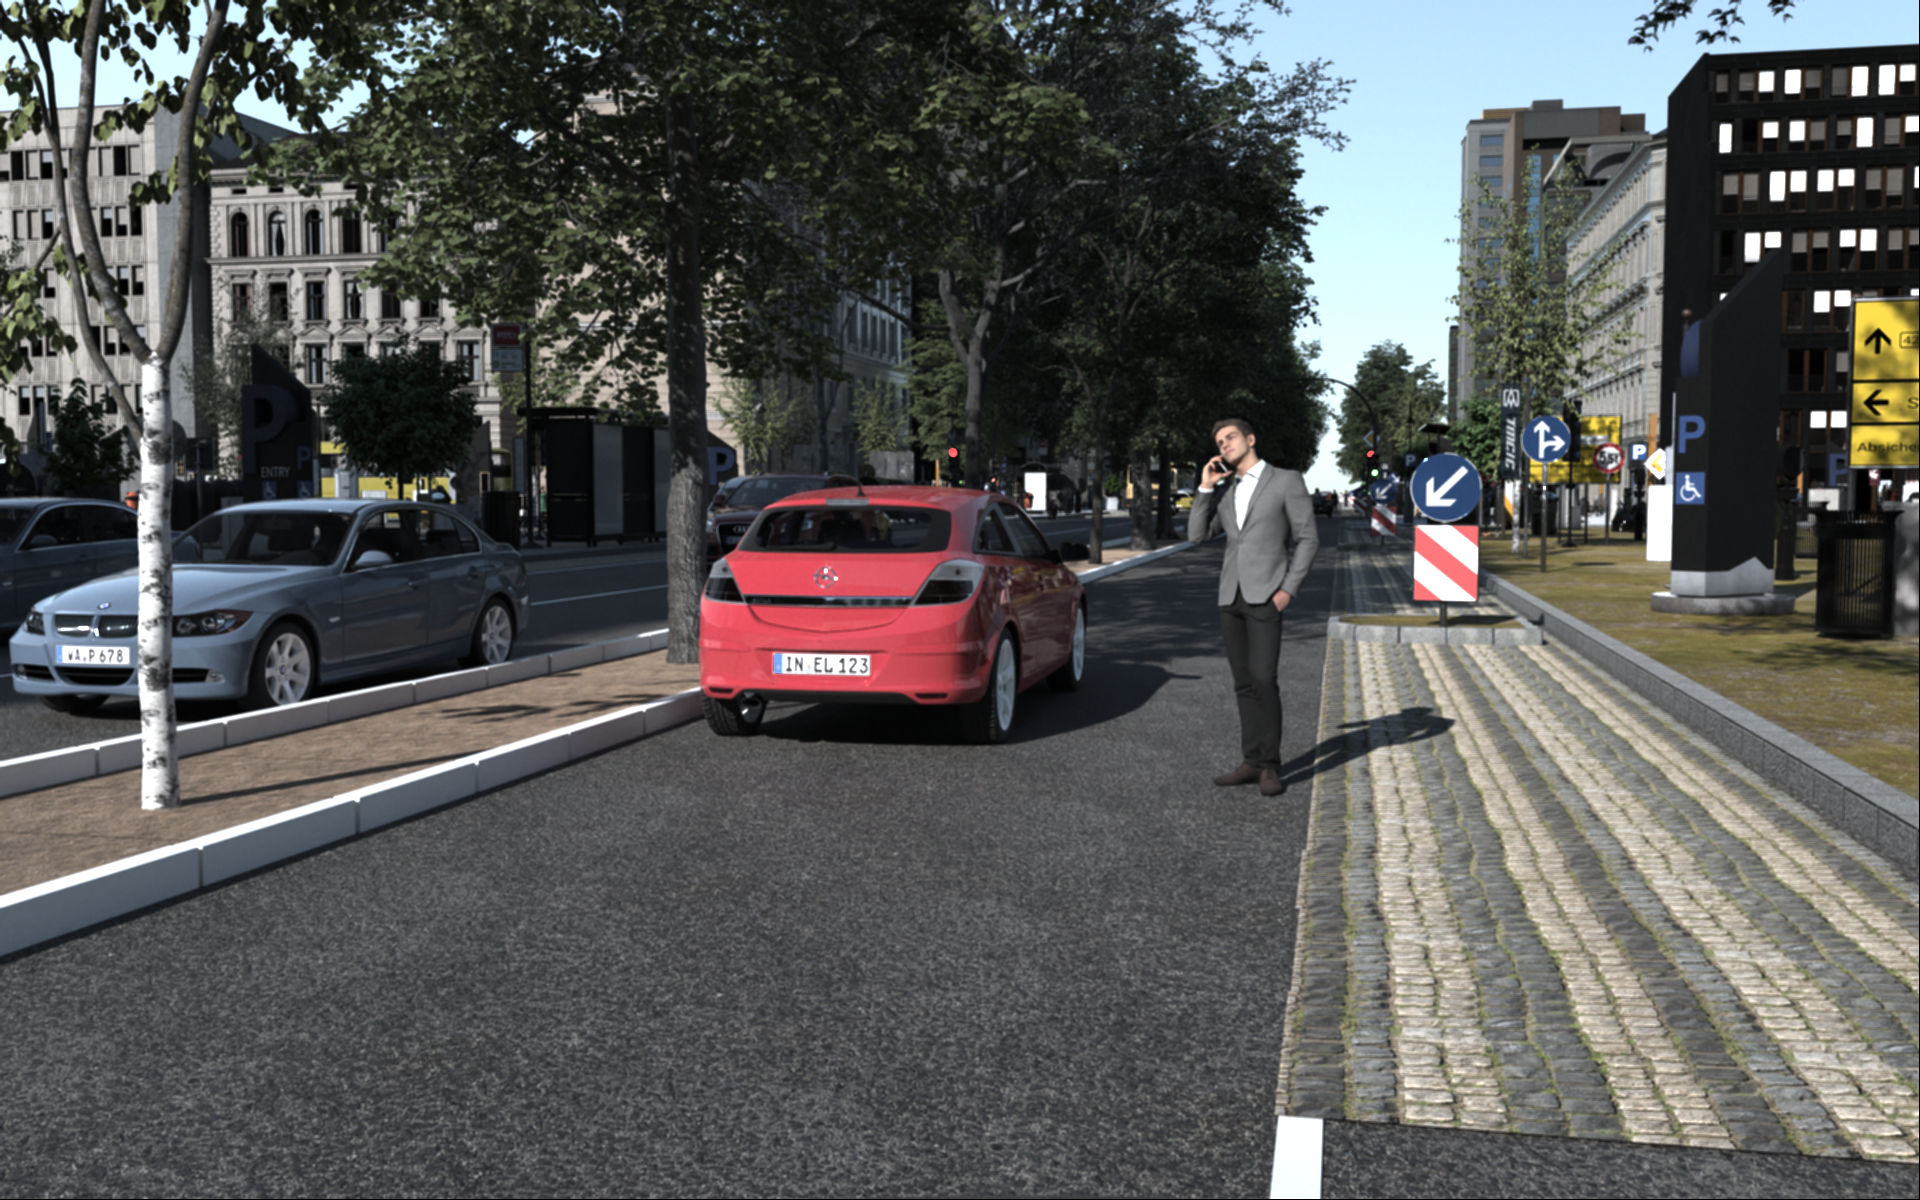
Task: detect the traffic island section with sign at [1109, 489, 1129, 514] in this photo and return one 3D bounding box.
[{"bbox_3d":[12.036,-7.228,126.808,1.989,1.847,2.006,1,4,12],"label":"traffic island section with sign"}]

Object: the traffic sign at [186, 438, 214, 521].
[{"bbox_3d":[-13.820,-1.796,31.500,0.606,2.300,0.079,1,4,18],"label":"traffic sign"}]

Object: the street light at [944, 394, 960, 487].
[{"bbox_3d":[-0.338,-6.548,79.840,0.468,5.910,1.993,1,4,12],"label":"street light"}]

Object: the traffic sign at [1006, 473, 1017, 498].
[{"bbox_3d":[3.013,-6.342,103.802,0.768,2.556,0.104,1,4,15],"label":"traffic sign"}]

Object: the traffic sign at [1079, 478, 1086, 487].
[{"bbox_3d":[9.639,-8.446,138.196,0.768,2.556,0.104,1,4,17],"label":"traffic sign"}]

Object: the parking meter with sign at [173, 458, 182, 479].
[{"bbox_3d":[-28.437,-4.019,61.964,1.738,3.016,0.543,3,5,43],"label":"parking meter with sign"}]

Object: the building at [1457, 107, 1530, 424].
[{"bbox_3d":[88.614,-44.516,269.842,21.231,58.520,28.212,1,4,12],"label":"building"}]

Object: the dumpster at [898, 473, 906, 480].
[{"bbox_3d":[-3.135,-4.774,80.546,1.502,2.255,1.985,1,4,13],"label":"dumpster"}]

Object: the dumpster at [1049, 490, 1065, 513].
[{"bbox_3d":[6.906,-7.020,120.539,1.264,1.857,1.865,1,4,12],"label":"dumpster"}]

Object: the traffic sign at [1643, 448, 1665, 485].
[{"bbox_3d":[17.503,-2.580,43.375,0.795,2.450,0.064,1,4,18],"label":"traffic sign"}]

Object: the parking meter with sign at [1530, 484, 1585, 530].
[{"bbox_3d":[21.218,-4.000,61.654,1.738,3.016,0.543,1,4,19],"label":"parking meter with sign"}]

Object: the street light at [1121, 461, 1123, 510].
[{"bbox_3d":[13.327,-10.346,141.946,0.468,5.910,1.993,1,4,12],"label":"street light"}]

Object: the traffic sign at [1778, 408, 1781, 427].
[{"bbox_3d":[9.103,-1.227,20.168,0.768,2.556,0.104,1,4,22],"label":"traffic sign"}]

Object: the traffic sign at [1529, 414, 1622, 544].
[{"bbox_3d":[15.775,-3.096,44.498,2.265,3.308,0.079,1,4,14],"label":"traffic sign"}]

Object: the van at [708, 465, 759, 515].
[{"bbox_3d":[-4.182,-1.748,35.588,2.013,2.044,4.112,1,4,13],"label":"van"}]

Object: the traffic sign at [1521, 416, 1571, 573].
[{"bbox_3d":[9.528,-1.720,28.222,0.768,2.556,0.104,1,4,17],"label":"traffic sign"}]

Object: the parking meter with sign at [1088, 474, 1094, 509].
[{"bbox_3d":[11.287,-9.348,149.094,0.543,3.016,1.738,0,4,-6],"label":"parking meter with sign"}]

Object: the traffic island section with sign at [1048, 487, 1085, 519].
[{"bbox_3d":[6.210,-5.618,100.488,1.989,1.847,2.006,1,4,12],"label":"traffic island section with sign"}]

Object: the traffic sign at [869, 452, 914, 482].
[{"bbox_3d":[-3.296,-5.459,83.135,2.265,3.308,0.079,1,4,16],"label":"traffic sign"}]

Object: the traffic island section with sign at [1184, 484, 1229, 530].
[{"bbox_3d":[10.057,-3.745,69.361,2.006,1.907,1.989,1,4,12],"label":"traffic island section with sign"}]

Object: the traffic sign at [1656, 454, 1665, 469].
[{"bbox_3d":[16.776,-2.419,40.730,0.795,2.450,0.064,1,4,19],"label":"traffic sign"}]

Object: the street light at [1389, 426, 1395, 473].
[{"bbox_3d":[29.088,-8.797,116.617,0.468,5.910,1.993,1,4,12],"label":"street light"}]

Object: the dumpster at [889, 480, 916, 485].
[{"bbox_3d":[-2.468,-4.044,71.874,1.264,1.857,1.865,1,4,12],"label":"dumpster"}]

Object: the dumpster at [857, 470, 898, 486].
[{"bbox_3d":[-3.600,-4.134,70.089,1.502,2.255,1.985,1,4,12],"label":"dumpster"}]

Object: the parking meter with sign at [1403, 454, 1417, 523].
[{"bbox_3d":[19.839,-4.906,76.468,0.543,3.016,1.738,1,4,13],"label":"parking meter with sign"}]

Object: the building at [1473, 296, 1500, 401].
[{"bbox_3d":[81.287,-29.281,250.438,14.160,30.474,14.107,1,4,12],"label":"building"}]

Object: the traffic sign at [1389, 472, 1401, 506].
[{"bbox_3d":[24.551,-5.965,97.631,0.768,2.556,0.104,1,4,15],"label":"traffic sign"}]

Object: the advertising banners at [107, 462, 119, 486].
[{"bbox_3d":[-26.690,-3.499,53.404,0.090,3.025,2.074,1,4,22],"label":"advertising banners"}]

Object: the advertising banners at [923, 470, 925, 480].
[{"bbox_3d":[-2.977,-7.888,125.149,0.090,3.025,2.074,1,4,23],"label":"advertising banners"}]

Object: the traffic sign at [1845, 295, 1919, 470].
[{"bbox_3d":[10.285,-1.456,17.682,2.265,3.308,0.079,1,4,17],"label":"traffic sign"}]

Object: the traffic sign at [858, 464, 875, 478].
[{"bbox_3d":[-3.933,-4.457,72.981,0.768,2.556,0.104,1,4,18],"label":"traffic sign"}]

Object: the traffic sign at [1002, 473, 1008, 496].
[{"bbox_3d":[2.877,-6.425,105.160,0.768,2.556,0.104,1,4,21],"label":"traffic sign"}]

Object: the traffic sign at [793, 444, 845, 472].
[{"bbox_3d":[-5.771,-4.710,70.882,2.265,3.308,0.079,1,4,17],"label":"traffic sign"}]

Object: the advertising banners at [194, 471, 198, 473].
[{"bbox_3d":[-35.512,-5.078,79.208,0.090,3.025,2.074,2,4,33],"label":"advertising banners"}]

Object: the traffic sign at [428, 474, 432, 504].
[{"bbox_3d":[-12.080,-2.408,39.473,0.768,2.556,0.104,1,4,18],"label":"traffic sign"}]

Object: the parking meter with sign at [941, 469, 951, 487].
[{"bbox_3d":[-0.842,-6.766,106.892,0.543,3.016,1.738,-2,4,-26],"label":"parking meter with sign"}]

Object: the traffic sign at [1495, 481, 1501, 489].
[{"bbox_3d":[26.834,-5.302,86.788,0.768,2.556,0.104,1,4,22],"label":"traffic sign"}]

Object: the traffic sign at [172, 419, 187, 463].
[{"bbox_3d":[-13.360,-1.778,29.173,0.768,2.556,0.104,1,4,14],"label":"traffic sign"}]

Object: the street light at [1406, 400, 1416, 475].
[{"bbox_3d":[22.204,-6.894,85.508,0.468,5.910,1.993,1,4,12],"label":"street light"}]

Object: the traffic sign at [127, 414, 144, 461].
[{"bbox_3d":[-12.849,-1.666,27.338,0.768,2.556,0.104,1,4,19],"label":"traffic sign"}]

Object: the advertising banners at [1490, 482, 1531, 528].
[{"bbox_3d":[20.724,-4.230,65.344,2.074,3.025,0.090,-2,4,-24],"label":"advertising banners"}]

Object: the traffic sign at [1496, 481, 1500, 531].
[{"bbox_3d":[17.152,-3.369,55.190,0.768,2.556,0.104,1,4,17],"label":"traffic sign"}]

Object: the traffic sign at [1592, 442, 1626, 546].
[{"bbox_3d":[15.983,-2.606,42.721,0.768,2.556,0.104,1,4,16],"label":"traffic sign"}]

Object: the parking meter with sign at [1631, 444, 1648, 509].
[{"bbox_3d":[24.049,-3.978,61.305,0.543,3.016,1.738,2,4,24],"label":"parking meter with sign"}]

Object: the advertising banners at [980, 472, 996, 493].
[{"bbox_3d":[2.314,-8.628,137.251,2.074,3.025,0.090,-2,4,-28],"label":"advertising banners"}]

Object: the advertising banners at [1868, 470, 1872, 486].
[{"bbox_3d":[29.483,-3.573,54.612,0.090,3.025,2.074,-2,4,-25],"label":"advertising banners"}]

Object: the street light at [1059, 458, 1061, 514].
[{"bbox_3d":[6.432,-8.448,110.907,0.468,5.910,1.993,1,4,12],"label":"street light"}]

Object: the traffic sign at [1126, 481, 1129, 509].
[{"bbox_3d":[14.939,-9.366,153.238,0.768,2.556,0.104,1,4,19],"label":"traffic sign"}]

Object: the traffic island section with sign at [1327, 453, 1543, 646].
[{"bbox_3d":[4.717,-0.536,17.387,1.989,1.847,2.006,1,4,12],"label":"traffic island section with sign"}]

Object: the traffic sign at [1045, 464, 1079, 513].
[{"bbox_3d":[6.799,-7.439,115.495,2.265,3.308,0.079,1,4,13],"label":"traffic sign"}]

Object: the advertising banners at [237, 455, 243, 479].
[{"bbox_3d":[-31.228,-4.953,77.175,2.074,3.025,0.090,0,4,8],"label":"advertising banners"}]

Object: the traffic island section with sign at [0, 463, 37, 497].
[{"bbox_3d":[-11.543,-0.713,20.292,1.989,1.847,2.006,1,4,12],"label":"traffic island section with sign"}]

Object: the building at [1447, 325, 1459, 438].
[{"bbox_3d":[89.578,-31.875,292.851,14.160,30.474,14.107,1,4,12],"label":"building"}]

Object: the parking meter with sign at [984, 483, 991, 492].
[{"bbox_3d":[1.961,-7.289,115.433,0.543,3.016,1.738,3,5,43],"label":"parking meter with sign"}]
